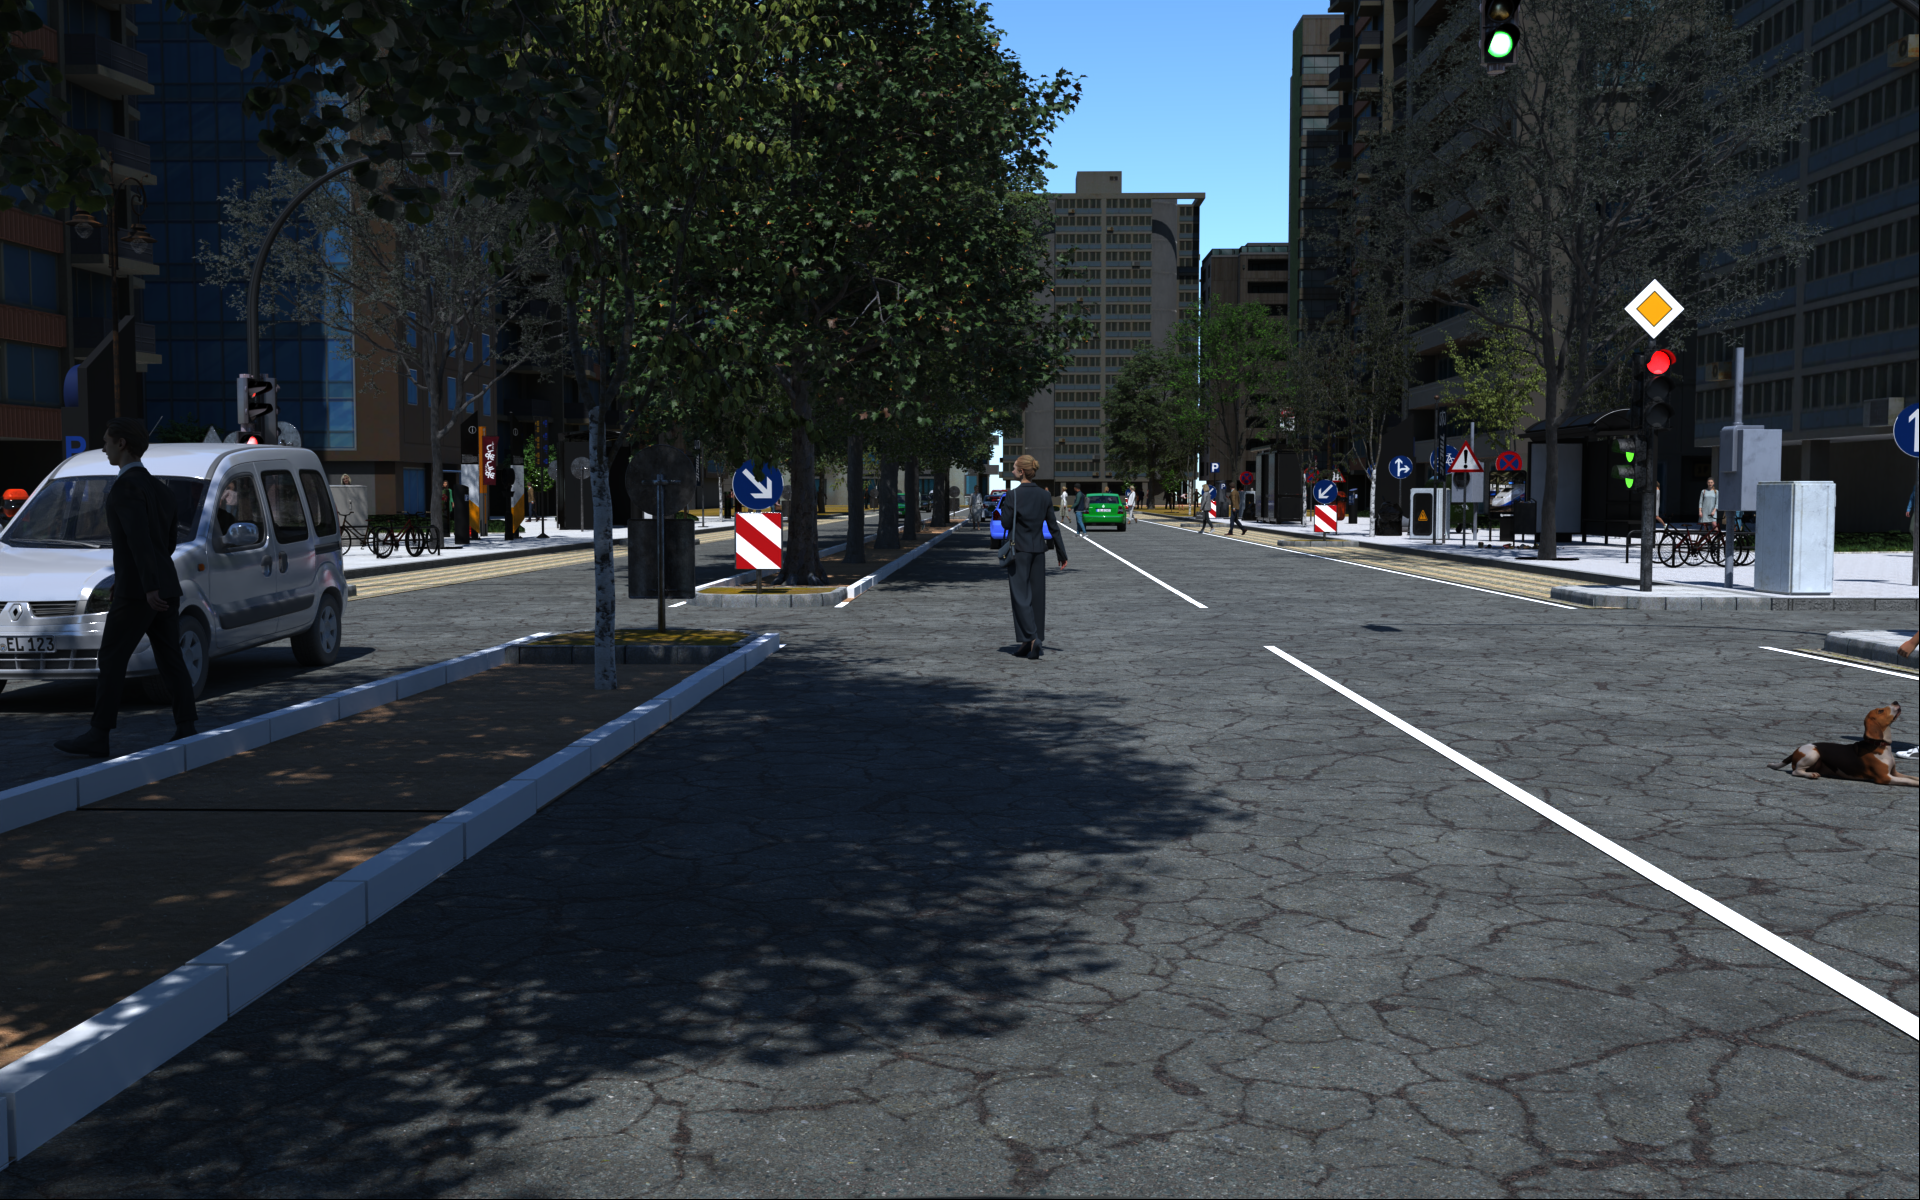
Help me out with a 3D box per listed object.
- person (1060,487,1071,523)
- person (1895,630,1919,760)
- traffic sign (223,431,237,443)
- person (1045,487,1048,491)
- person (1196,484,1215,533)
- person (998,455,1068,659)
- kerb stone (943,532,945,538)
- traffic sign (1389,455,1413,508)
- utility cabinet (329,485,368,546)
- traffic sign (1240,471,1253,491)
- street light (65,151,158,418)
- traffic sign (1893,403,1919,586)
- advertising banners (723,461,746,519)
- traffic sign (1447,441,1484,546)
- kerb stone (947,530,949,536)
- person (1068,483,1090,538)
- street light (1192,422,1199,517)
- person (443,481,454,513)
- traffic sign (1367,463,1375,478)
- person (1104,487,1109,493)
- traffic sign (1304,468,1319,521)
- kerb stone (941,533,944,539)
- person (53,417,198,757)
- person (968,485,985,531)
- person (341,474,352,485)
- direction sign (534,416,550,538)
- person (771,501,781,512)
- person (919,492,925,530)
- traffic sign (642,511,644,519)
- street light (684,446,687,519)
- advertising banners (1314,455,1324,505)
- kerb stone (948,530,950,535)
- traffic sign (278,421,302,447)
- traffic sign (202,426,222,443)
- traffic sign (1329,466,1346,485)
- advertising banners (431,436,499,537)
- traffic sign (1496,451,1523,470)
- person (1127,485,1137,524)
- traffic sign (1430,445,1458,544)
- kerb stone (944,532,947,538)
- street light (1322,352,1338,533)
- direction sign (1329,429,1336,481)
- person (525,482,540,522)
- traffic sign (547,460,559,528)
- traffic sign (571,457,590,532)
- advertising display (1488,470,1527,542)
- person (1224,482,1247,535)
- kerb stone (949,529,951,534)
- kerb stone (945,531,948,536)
[{"bbox_3d":[5.151,-4.643,84.638,0.641,1.798,0.478,2,4,35],"label":"person"},{"bbox_3d":[5.332,0.216,9.219,0.590,1.304,0.306,3,4,36],"label":"person"},{"bbox_3d":[-14.493,-2.125,34.850,0.768,2.556,0.104,0,4,7],"label":"traffic sign"},{"bbox_3d":[4.851,-5.385,96.648,0.850,1.850,0.679,-2,4,-30],"label":"person"},{"bbox_3d":[8.957,-3.330,63.134,0.728,1.800,0.709,2,4,30],"label":"person"},{"bbox_3d":[0.634,-0.381,15.156,0.534,1.772,0.576,3,5,40],"label":"person"},{"bbox_3d":[-0.612,-1.937,53.934,0.120,0.150,1.000,0,4,2],"label":"kerb stone"},{"bbox_3d":[14.538,-3.492,57.195,0.768,2.556,0.104,1,4,10],"label":"traffic sign"},{"bbox_3d":[-15.043,-2.055,42.272,0.318,1.500,1.173,3,4,37],"label":"utility cabinet"},{"bbox_3d":[15.991,-5.908,96.699,0.768,2.556,0.104,1,4,9],"label":"traffic sign"},{"bbox_3d":[-11.460,-3.104,23.539,0.468,5.910,1.993,0,4,2],"label":"street light"},{"bbox_3d":[13.361,-1.470,24.145,0.768,2.556,0.104,0,4,5],"label":"traffic sign"},{"bbox_3d":[-11.616,-5.766,90.465,0.090,3.025,2.074,3,4,39],"label":"advertising banners"},{"bbox_3d":[12.339,-2.589,42.335,0.884,2.594,0.081,0,4,3],"label":"traffic sign"},{"bbox_3d":[-0.523,-2.125,57.003,0.120,0.150,1.000,0,4,2],"label":"kerb stone"},{"bbox_3d":[3.929,-2.959,57.227,0.721,1.781,0.623,0,4,3],"label":"person"},{"bbox_3d":[13.220,-7.622,97.415,0.468,5.910,1.993,0,4,2],"label":"street light"},{"bbox_3d":[-19.618,-3.659,66.109,0.600,1.795,0.529,-1,4,-15],"label":"person"},{"bbox_3d":[17.054,-4.336,71.003,0.768,2.556,0.104,1,4,10],"label":"traffic sign"},{"bbox_3d":[7.196,-4.730,86.049,0.699,1.804,1.509,1,4,15],"label":"person"},{"bbox_3d":[16.438,-4.952,81.078,0.768,2.556,0.104,0,4,4],"label":"traffic sign"},{"bbox_3d":[-0.643,-1.878,52.908,0.120,0.150,1.000,0,4,2],"label":"kerb stone"},{"bbox_3d":[-4.556,-0.073,9.479,0.755,1.850,0.659,0,4,2],"label":"person"},{"bbox_3d":[0.670,-3.627,68.159,0.694,1.780,0.624,1,4,9],"label":"person"},{"bbox_3d":[-15.743,-2.348,44.620,0.537,1.800,0.526,-1,4,-23],"label":"person"},{"bbox_3d":[-12.197,-3.582,50.558,0.379,3.537,0.876,-3,4,-38],"label":"direction sign"},{"bbox_3d":[-7.914,-3.927,73.301,0.643,1.750,0.593,-2,4,-30],"label":"person"},{"bbox_3d":[-1.667,-3.688,69.288,0.515,1.767,0.782,0,4,-3],"label":"person"},{"bbox_3d":[-11.095,-3.709,60.645,0.884,2.594,0.081,1,4,9],"label":"traffic sign"},{"bbox_3d":[-10.268,-5.617,64.621,0.468,5.910,1.993,0,4,2],"label":"street light"},{"bbox_3d":[16.275,-5.031,78.451,0.090,3.025,2.074,2,4,25],"label":"advertising banners"},{"bbox_3d":[-0.490,-2.192,58.033,0.120,0.150,1.000,0,4,2],"label":"kerb stone"},{"bbox_3d":[-11.868,-1.846,30.288,0.768,2.556,0.104,1,4,11],"label":"traffic sign"},{"bbox_3d":[-14.250,-2.020,33.030,0.884,2.594,0.081,0,4,6],"label":"traffic sign"},{"bbox_3d":[16.734,-4.719,77.167,0.884,2.594,0.081,0,4,4],"label":"traffic sign"},{"bbox_3d":[-14.716,-3.388,51.584,2.074,3.025,0.090,-2,4,-33],"label":"advertising banners"},{"bbox_3d":[16.127,-3.109,50.946,0.768,2.556,0.104,0,4,7],"label":"traffic sign"},{"bbox_3d":[8.224,-4.534,82.514,0.818,1.842,0.514,-3,4,-38],"label":"person"},{"bbox_3d":[12.537,-2.735,44.818,0.768,2.556,0.104,1,4,9],"label":"traffic sign"},{"bbox_3d":[-0.580,-1.997,54.955,0.120,0.150,1.000,0,4,2],"label":"kerb stone"},{"bbox_3d":[11.983,-5.108,56.309,0.468,5.910,1.993,0,4,2],"label":"street light"},{"bbox_3d":[13.066,-4.215,60.910,0.379,3.537,0.876,0,4,-2],"label":"direction sign"},{"bbox_3d":[-19.726,-4.515,79.779,0.656,1.842,0.836,3,5,44],"label":"person"},{"bbox_3d":[-15.043,-3.951,64.707,0.768,2.556,0.104,0,4,6],"label":"traffic sign"},{"bbox_3d":[-12.898,-3.606,59.067,0.768,2.556,0.104,0,4,2],"label":"traffic sign"},{"bbox_3d":[14.768,-2.539,46.730,0.974,1.923,0.123,1,4,21],"label":"advertising display"},{"bbox_3d":[9.531,-3.151,59.934,0.836,1.842,0.656,0,4,-7],"label":"person"},{"bbox_3d":[-0.464,-2.255,59.064,0.120,0.150,1.000,0,4,2],"label":"kerb stone"},{"bbox_3d":[-0.552,-2.065,55.981,0.120,0.150,1.000,0,4,2],"label":"kerb stone"}]
